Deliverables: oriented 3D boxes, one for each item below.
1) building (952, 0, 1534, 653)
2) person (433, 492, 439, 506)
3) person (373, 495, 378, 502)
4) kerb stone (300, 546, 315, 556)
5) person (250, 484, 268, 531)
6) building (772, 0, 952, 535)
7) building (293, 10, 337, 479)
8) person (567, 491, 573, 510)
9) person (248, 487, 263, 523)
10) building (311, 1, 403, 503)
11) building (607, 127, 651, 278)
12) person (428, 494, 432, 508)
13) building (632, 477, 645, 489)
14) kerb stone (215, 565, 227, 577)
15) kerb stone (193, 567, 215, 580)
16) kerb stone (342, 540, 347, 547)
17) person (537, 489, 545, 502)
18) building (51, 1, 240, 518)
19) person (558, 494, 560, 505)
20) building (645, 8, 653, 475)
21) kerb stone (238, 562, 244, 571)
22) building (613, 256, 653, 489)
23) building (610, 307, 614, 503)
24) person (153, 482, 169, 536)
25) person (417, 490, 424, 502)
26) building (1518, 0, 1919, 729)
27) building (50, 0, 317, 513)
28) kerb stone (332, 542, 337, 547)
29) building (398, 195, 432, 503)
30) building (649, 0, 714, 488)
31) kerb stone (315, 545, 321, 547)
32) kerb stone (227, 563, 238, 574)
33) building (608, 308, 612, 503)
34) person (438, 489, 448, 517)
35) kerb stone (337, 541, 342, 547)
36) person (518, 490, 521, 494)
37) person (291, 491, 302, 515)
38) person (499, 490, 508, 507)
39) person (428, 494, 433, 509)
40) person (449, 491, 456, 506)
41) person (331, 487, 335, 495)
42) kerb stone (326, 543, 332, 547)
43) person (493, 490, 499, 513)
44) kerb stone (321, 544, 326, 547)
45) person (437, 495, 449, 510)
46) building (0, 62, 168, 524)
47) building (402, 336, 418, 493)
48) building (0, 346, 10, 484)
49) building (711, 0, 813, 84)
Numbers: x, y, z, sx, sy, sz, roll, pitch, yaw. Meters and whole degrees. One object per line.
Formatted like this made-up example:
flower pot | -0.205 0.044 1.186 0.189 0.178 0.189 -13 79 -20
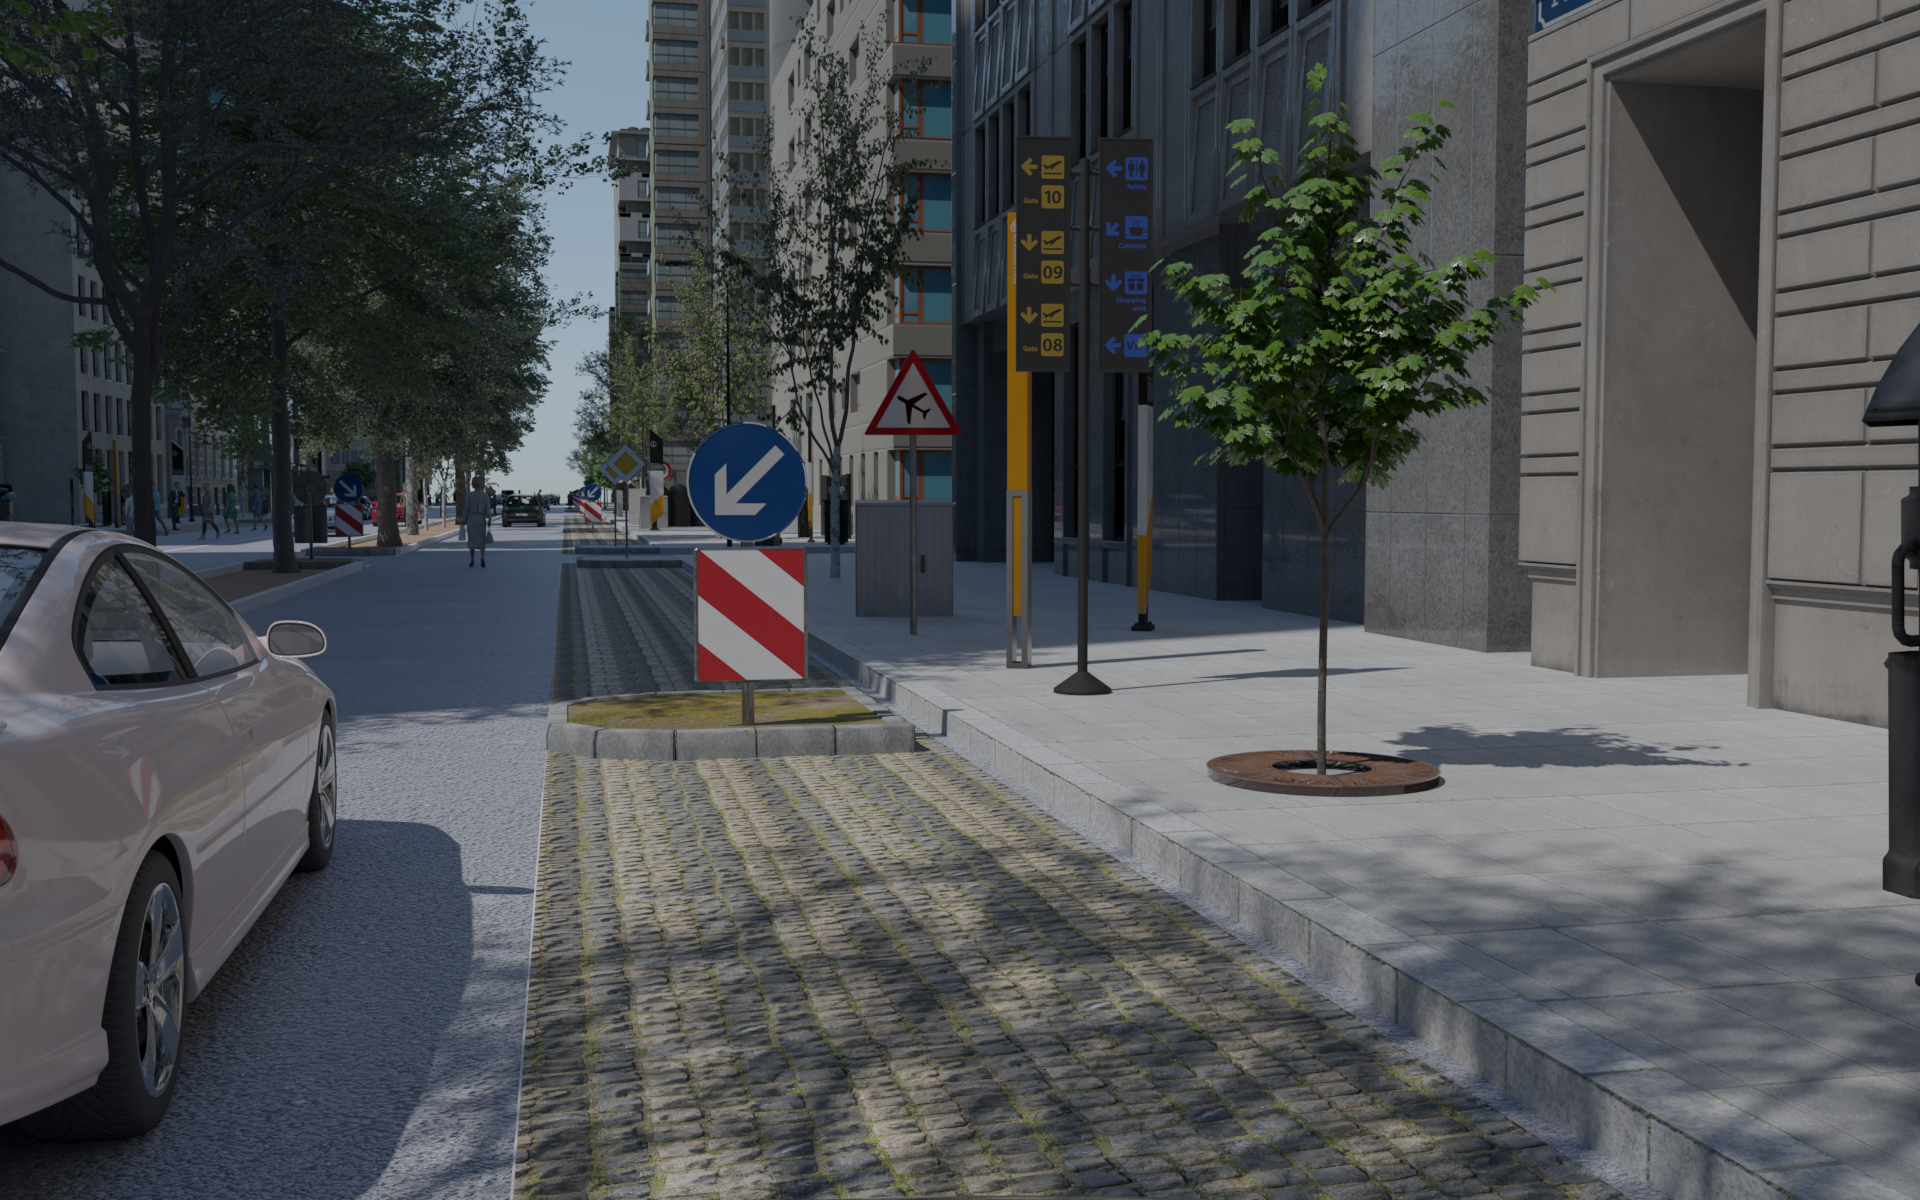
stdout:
building | 7.901 -12.611 24.220 12.078 24.808 19.932 -1 4 -13
person | -62.000 -11.998 205.391 1.217 1.736 0.721 1 4 17
person | -47.983 -8.121 141.968 0.721 1.739 1.217 1 4 8
kerb stone | -15.322 -1.126 40.598 0.120 0.150 1.000 -1 4 -13
person | -27.496 -3.629 67.856 0.654 1.822 0.581 1 4 10
building | 9.217 -13.349 63.298 28.899 21.520 27.650 -1 4 -13
building | -67.745 -30.429 152.138 22.147 44.769 28.867 -1 4 -13
person | -33.522 -8.532 148.909 0.541 1.710 0.530 -2 4 -34
person | -34.640 -4.687 85.233 0.694 1.812 0.767 0 4 -4
building | -78.920 -40.589 205.628 21.231 58.520 28.212 -1 4 -13
building | -35.244 -40.269 247.640 28.713 52.752 27.495 -1 4 -13
person | -56.050 -10.464 182.778 0.628 1.438 0.799 -1 4 -9
building | -17.613 -29.833 179.657 32.217 40.220 23.993 -1 4 -13
kerb stone | -12.926 -0.479 30.057 0.120 0.150 1.000 -1 4 -13
kerb stone | -12.697 -0.419 29.054 0.120 0.150 1.000 -1 4 -13
kerb stone | -16.694 -1.493 46.601 0.120 0.150 1.000 -1 4 -13
person | -28.864 -6.752 119.351 0.568 1.767 0.683 -1 4 -12
building | -50.079 -19.169 99.322 13.634 28.700 20.117 -1 4 -13
person | -53.858 -13.514 232.717 0.557 1.426 1.065 -1 4 -10
building | -15.716 -32.524 151.368 23.786 49.044 30.456 -1 4 -13
kerb stone | -13.384 -0.602 32.050 0.120 0.150 1.000 -1 4 -13
building | -34.641 -26.952 212.373 14.160 30.474 14.107 -1 4 -13
building | -37.822 -27.791 226.091 14.160 30.474 14.107 -1 4 -13
person | -27.547 -3.118 59.339 0.748 1.841 0.638 0 4 7
person | -47.274 -8.738 151.396 1.348 1.821 0.705 1 4 14
building | 11.252 -10.258 3.870 11.583 22.565 21.152 -1 4 -13
building | -60.006 -30.813 123.401 23.786 49.044 30.456 -1 4 -13
kerb stone | -16.236 -1.366 44.609 0.120 0.150 1.000 -1 4 -13
building | -85.923 -37.018 255.346 14.600 45.320 14.200 -1 4 -13
building | -15.927 -27.227 128.763 14.154 41.232 14.086 -1 4 -13
kerb stone | -15.548 -1.187 41.604 0.120 0.150 1.000 -1 4 -13
kerb stone | -13.143 -0.539 31.056 0.120 0.150 1.000 -1 4 -13
building | -46.929 -30.297 267.057 14.160 30.474 14.107 -1 4 -13
person | -32.863 -6.193 110.025 0.678 1.792 0.850 0 4 -2
kerb stone | -16.468 -1.428 45.604 0.120 0.150 1.000 -1 4 -13
person | -29.718 -6.584 116.965 1.217 1.723 0.721 0 4 2
person | -27.111 -3.797 70.673 0.616 1.811 0.778 -2 4 -28
person | -34.745 -7.528 132.368 0.721 1.735 1.217 3 4 37
person | -52.460 -9.767 171.442 1.065 1.426 0.557 -3 4 -36
person | -62.270 -12.533 213.371 1.348 1.831 0.705 -1 4 -23
person | -26.078 -3.850 72.206 0.466 1.731 0.760 1 4 16
kerb stone | -16.005 -1.309 43.607 0.120 0.150 1.000 -1 4 -13
person | -34.217 -7.249 127.734 0.721 1.743 1.217 -2 4 -29
kerb stone | -15.783 -1.248 42.599 0.120 0.150 1.000 -1 4 -13
person | -38.461 -7.316 128.944 1.217 1.723 0.721 2 4 29
building | -44.832 -13.841 81.055 10.420 20.320 16.860 -1 4 -13
building | -79.579 -27.921 228.216 14.160 30.474 14.107 -1 4 -13
building | -41.502 -14.411 54.707 14.460 24.649 34.723 -1 4 -13
building | -2.577 -25.453 108.039 32.217 40.220 23.993 -1 4 -13
